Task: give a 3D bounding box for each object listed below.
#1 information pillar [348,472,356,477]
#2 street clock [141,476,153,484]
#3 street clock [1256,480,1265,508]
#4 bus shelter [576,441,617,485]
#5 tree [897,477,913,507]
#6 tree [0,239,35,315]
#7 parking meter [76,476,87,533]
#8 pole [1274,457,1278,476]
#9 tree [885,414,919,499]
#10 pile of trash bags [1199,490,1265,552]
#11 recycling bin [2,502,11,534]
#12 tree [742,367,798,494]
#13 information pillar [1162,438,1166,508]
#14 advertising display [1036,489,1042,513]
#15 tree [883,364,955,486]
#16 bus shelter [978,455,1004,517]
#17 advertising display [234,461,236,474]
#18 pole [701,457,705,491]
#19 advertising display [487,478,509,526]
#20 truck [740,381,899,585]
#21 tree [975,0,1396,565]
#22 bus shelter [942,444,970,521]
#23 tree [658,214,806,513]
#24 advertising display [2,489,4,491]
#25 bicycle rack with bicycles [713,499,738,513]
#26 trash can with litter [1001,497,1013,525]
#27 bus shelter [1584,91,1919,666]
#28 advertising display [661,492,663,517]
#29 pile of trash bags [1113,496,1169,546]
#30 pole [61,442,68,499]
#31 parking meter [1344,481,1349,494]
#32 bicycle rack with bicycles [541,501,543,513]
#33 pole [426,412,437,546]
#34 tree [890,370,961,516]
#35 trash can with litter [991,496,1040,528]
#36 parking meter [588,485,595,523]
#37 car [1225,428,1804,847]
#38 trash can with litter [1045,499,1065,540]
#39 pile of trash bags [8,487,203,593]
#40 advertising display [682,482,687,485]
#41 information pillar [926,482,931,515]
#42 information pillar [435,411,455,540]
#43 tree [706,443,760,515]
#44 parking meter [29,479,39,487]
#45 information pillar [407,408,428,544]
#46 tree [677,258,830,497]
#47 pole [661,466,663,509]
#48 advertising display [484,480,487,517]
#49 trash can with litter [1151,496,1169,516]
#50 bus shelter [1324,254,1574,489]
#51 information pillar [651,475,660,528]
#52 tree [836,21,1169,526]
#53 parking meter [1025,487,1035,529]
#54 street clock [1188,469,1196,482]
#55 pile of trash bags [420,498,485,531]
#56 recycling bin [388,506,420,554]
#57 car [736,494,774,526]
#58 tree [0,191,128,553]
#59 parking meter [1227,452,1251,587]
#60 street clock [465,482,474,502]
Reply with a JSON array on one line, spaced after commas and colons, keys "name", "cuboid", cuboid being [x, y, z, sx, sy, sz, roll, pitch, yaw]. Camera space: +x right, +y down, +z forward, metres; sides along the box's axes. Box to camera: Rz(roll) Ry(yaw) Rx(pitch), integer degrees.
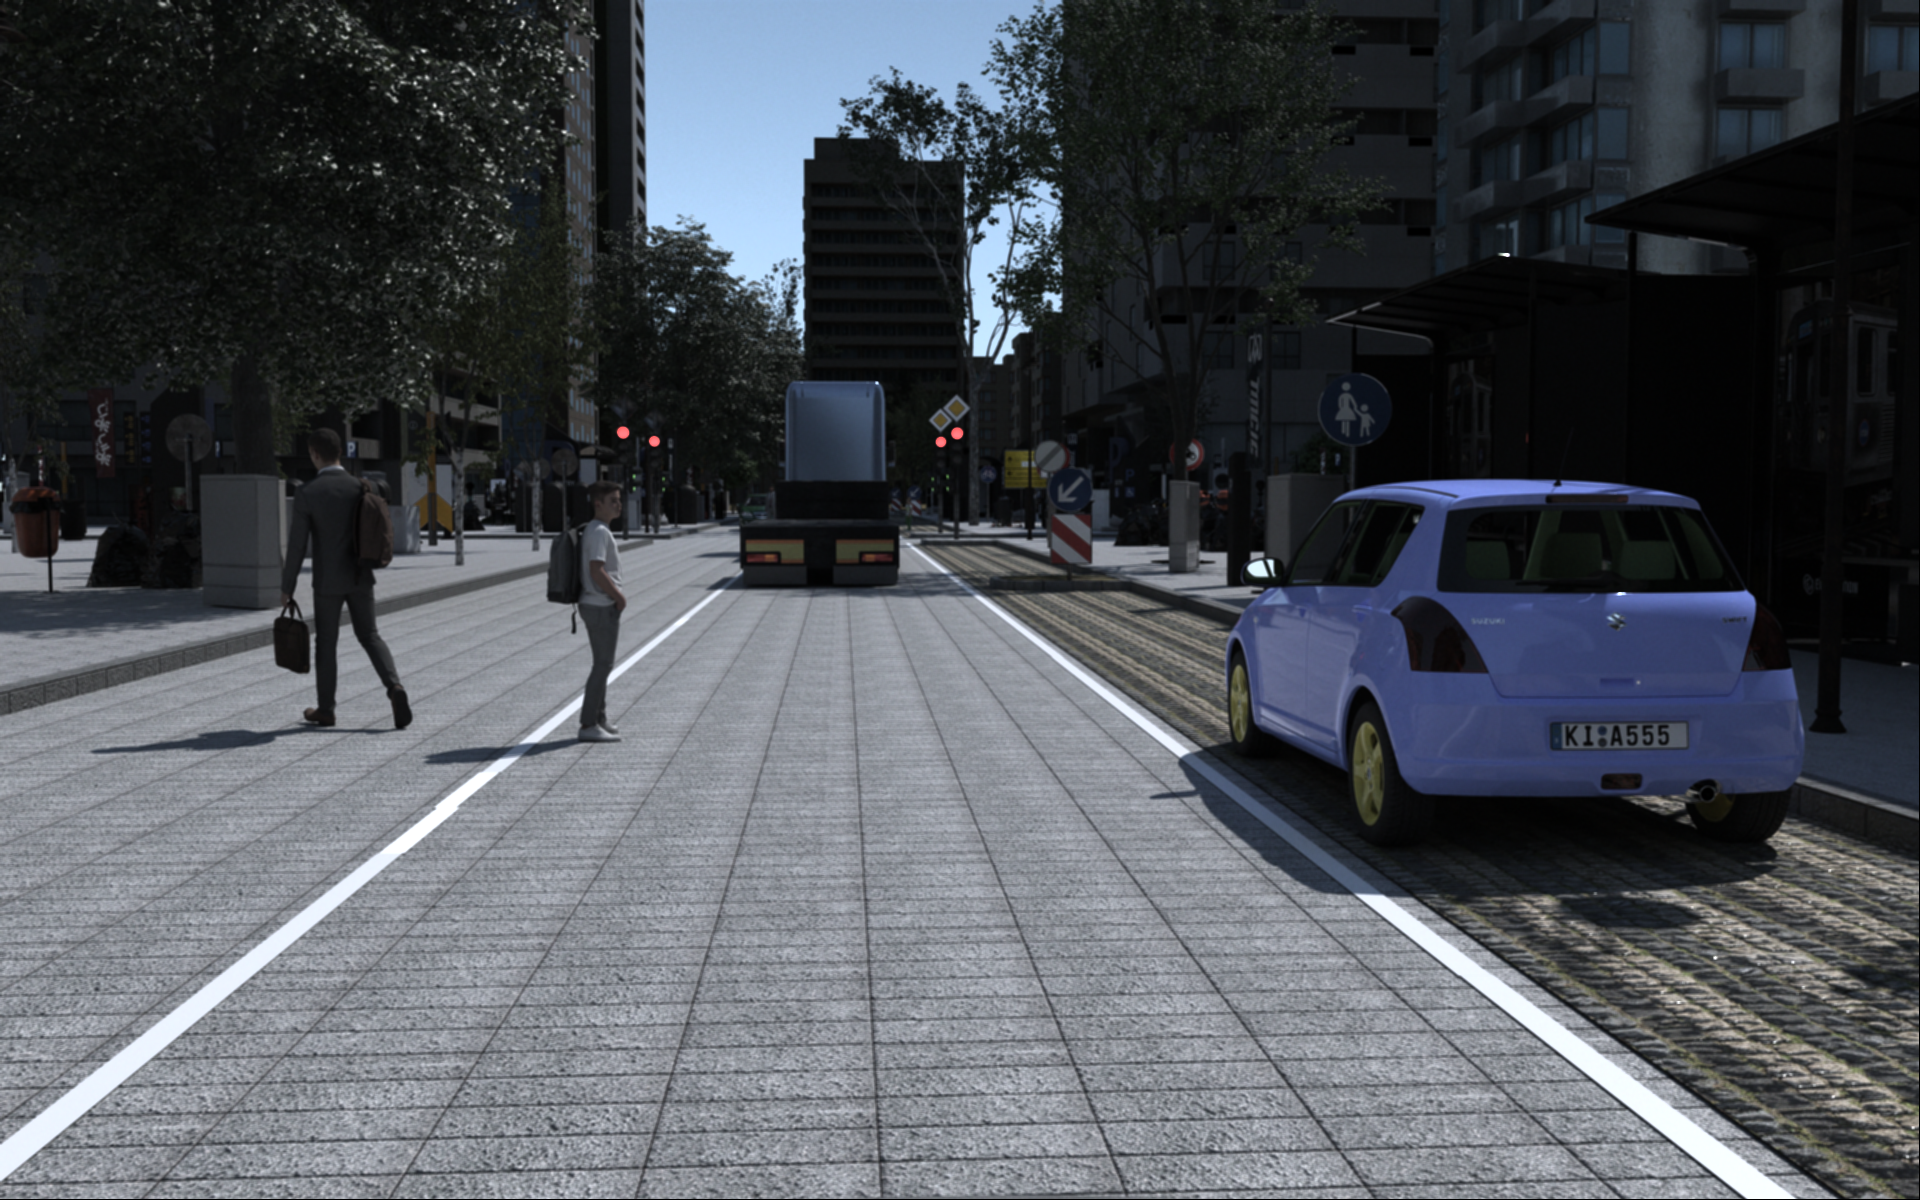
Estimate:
[{"name": "information pillar", "cuboid": [-20.675, -3.318, 58.749, 0.304, 2.012, 0.304, -3, 4, -38]}, {"name": "street clock", "cuboid": [-31.981, -3.894, 68.239, 0.471, 2.002, 0.358, 1, 4, 9]}, {"name": "street clock", "cuboid": [15.753, -5.275, 90.813, 0.471, 2.002, 0.358, 3, 5, 45]}, {"name": "bus shelter", "cuboid": [-14.709, -4.550, 68.319, 2.014, 3.302, 5.546, 0, 4, -4]}, {"name": "tree", "cuboid": [-5.519, -10.962, 173.824, 1.663, 3.219, 1.824, 0, 3, 0]}, {"name": "tree", "cuboid": [-17.808, -4.775, 28.433, 4.737, 8.622, 4.395, 0, 3, 0]}, {"name": "parking meter", "cuboid": [-28.705, -3.112, 56.586, 0.255, 1.863, 0.399, -2, 4, -28]}, {"name": "pole", "cuboid": [17.448, -6.224, 95.604, 0.158, 3.312, 0.155, 0, 3, 0]}, {"name": "tree", "cuboid": [-7.691, -17.792, 209.021, 7.486, 12.596, 7.792, 0, 3, 0]}, {"name": "pile of trash bags", "cuboid": [6.322, -1.845, 39.925, 1.912, 1.369, 3.447, 0, 4, -2]}, {"name": "recycling bin", "cuboid": [-30.364, -2.653, 55.930, 0.722, 1.027, 0.722, 0, 4, 7]}, {"name": "tree", "cuboid": [-17.264, -14.776, 151.965, 12.009, 13.543, 11.850, 0, 3, 0]}, {"name": "information pillar", "cuboid": [8.611, -5.001, 73.123, 0.183, 3.616, 0.504, 0, 4, -5]}, {"name": "advertising display", "cuboid": [5.255, -6.931, 118.534, 0.123, 1.923, 0.974, -3, 4, -39]}, {"name": "tree", "cuboid": [-3.358, -11.567, 123.540, 8.767, 10.594, 7.601, -3, 5, -44]}, {"name": "bus shelter", "cuboid": [1.197, -6.084, 93.405, 2.014, 3.302, 5.546, 0, 4, -4]}, {"name": "advertising display", "cuboid": [-13.538, -1.710, 33.171, 0.123, 1.923, 0.974, 1, 4, 12]}, {"name": "pole", "cuboid": [-13.977, -6.137, 94.184, 0.158, 3.312, 0.155, 0, 3, 0]}, {"name": "advertising display", "cuboid": [-18.634, -3.966, 70.059, 0.974, 1.923, 0.123, 2, 4, 31]}, {"name": "truck", "cuboid": [-2.658, -2.806, 35.632, 2.967, 4.110, 18.799, 0, 4, -3]}, {"name": "tree", "cuboid": [4.138, -6.493, 31.910, 9.928, 11.665, 9.643, 0, 3, 0]}, {"name": "bus shelter", "cuboid": [-0.200, -5.681, 84.162, 1.731, 3.624, 6.357, 0, 4, -4]}, {"name": "tree", "cuboid": [-12.845, -10.544, 79.047, 9.857, 13.997, 8.962, 0, 3, 0]}, {"name": "advertising display", "cuboid": [-70.291, -7.464, 127.246, 0.123, 1.923, 0.974, -2, 4, -32]}, {"name": "bicycle rack with bicycles", "cuboid": [-16.099, -6.527, 120.091, 2.852, 0.926, 2.925, 1, 4, 16]}, {"name": "trash can with litter", "cuboid": [1.814, -3.556, 69.522, 0.624, 1.170, 1.055, 0, 4, 1]}, {"name": "bus shelter", "cuboid": [6.346, -1.253, 11.768, 1.731, 3.624, 6.357, 0, 4, -4]}, {"name": "advertising display", "cuboid": [-17.286, -5.688, 98.209, 0.974, 1.923, 0.123, -3, 4, -37]}, {"name": "pile of trash bags", "cuboid": [5.410, -2.083, 43.806, 1.912, 1.369, 3.447, 2, 4, 34]}, {"name": "pole", "cuboid": [-34.904, -4.506, 67.517, 0.158, 3.312, 0.155, 0, 3, 0]}, {"name": "parking meter", "cuboid": [6.409, -1.263, 29.056, 0.372, 1.533, 0.369, 0, 3, 0]}, {"name": "bicycle rack with bicycles", "cuboid": [-23.764, -5.311, 100.209, 2.925, 0.926, 2.852, 1, 4, 14]}, {"name": "pole", "cuboid": [-13.108, -3.005, 42.976, 0.158, 3.312, 0.155, 0, 3, 0]}, {"name": "tree", "cuboid": [-1.897, -9.290, 102.254, 4.737, 8.622, 4.395, 0, 3, 0]}, {"name": "trash can with litter", "cuboid": [2.095, -3.436, 67.228, 2.233, 1.210, 1.678, -1, 4, -13]}, {"name": "parking meter", "cuboid": [-9.115, -2.135, 43.313, 0.372, 1.533, 0.369, 0, 3, 0]}, {"name": "car", "cuboid": [2.402, 0.075, 8.357, 1.945, 1.707, 3.694, 0, 4, -4]}, {"name": "trash can with litter", "cuboid": [2.742, -2.198, 47.317, 0.624, 1.170, 1.055, -2, 4, -23]}, {"name": "pile of trash bags", "cuboid": [-11.281, -0.861, 23.823, 1.912, 1.369, 3.447, 2, 4, 32]}, {"name": "advertising display", "cuboid": [-15.071, -5.458, 94.459, 0.974, 1.923, 0.123, 0, 4, -6]}, {"name": "information pillar", "cuboid": [-1.941, -6.301, 107.517, 0.304, 2.012, 0.304, -1, 4, -11]}, {"name": "information pillar", "cuboid": [-14.513, -3.506, 48.680, 0.504, 3.616, 0.183, -3, 5, -40]}, {"name": "tree", "cuboid": [-14.261, -7.603, 108.021, 4.285, 4.588, 4.351, 0, 3, 0]}, {"name": "parking meter", "cuboid": [-36.568, -3.831, 68.356, 0.399, 1.863, 0.255, 0, 4, 0]}, {"name": "information pillar", "cuboid": [-14.030, -3.269, 44.797, 0.504, 3.616, 0.183, -1, 4, -11]}, {"name": "tree", "cuboid": [-15.372, -17.240, 137.761, 12.611, 20.169, 13.585, 0, 3, 0]}, {"name": "pole", "cuboid": [-17.117, -6.441, 99.152, 0.158, 3.312, 0.155, 0, 3, 0]}, {"name": "advertising display", "cuboid": [-21.549, -4.586, 80.190, 0.974, 1.923, 0.123, -3, 5, -45]}, {"name": "trash can with litter", "cuboid": [5.238, -2.241, 48.022, 0.624, 1.170, 1.055, -3, 4, -38]}, {"name": "bus shelter", "cuboid": [5.907, -1.765, 20.144, 1.731, 3.624, 6.357, 0, 4, -4]}, {"name": "information pillar", "cuboid": [-11.656, -3.784, 66.354, 0.304, 2.012, 0.304, 0, 4, -5]}, {"name": "tree", "cuboid": [1.830, -13.039, 69.078, 12.611, 20.169, 13.585, 0, 3, 0]}, {"name": "parking meter", "cuboid": [2.539, -3.341, 63.042, 0.372, 1.533, 0.369, 0, 3, 0]}, {"name": "street clock", "cuboid": [5.140, -2.089, 38.732, 0.358, 2.002, 0.471, 0, 4, 1]}, {"name": "pile of trash bags", "cuboid": [-18.275, -3.131, 60.939, 3.447, 1.369, 1.912, 3, 5, 42]}, {"name": "recycling bin", "cuboid": [-12.130, -1.517, 37.359, 0.722, 1.027, 0.722, 0, 4, 8]}, {"name": "car", "cuboid": [-7.785, -3.476, 68.631, 2.131, 1.459, 4.920, 0, 4, -5]}, {"name": "tree", "cuboid": [-20.304, -5.326, 37.443, 4.360, 8.622, 3.978, 0, 3, 0]}, {"name": "parking meter", "cuboid": [3.895, -1.129, 24.169, 0.255, 1.863, 0.399, 0, 4, -5]}, {"name": "street clock", "cuboid": [-29.485, -6.095, 104.219, 0.471, 2.002, 0.358, -3, 4, -37]}]
